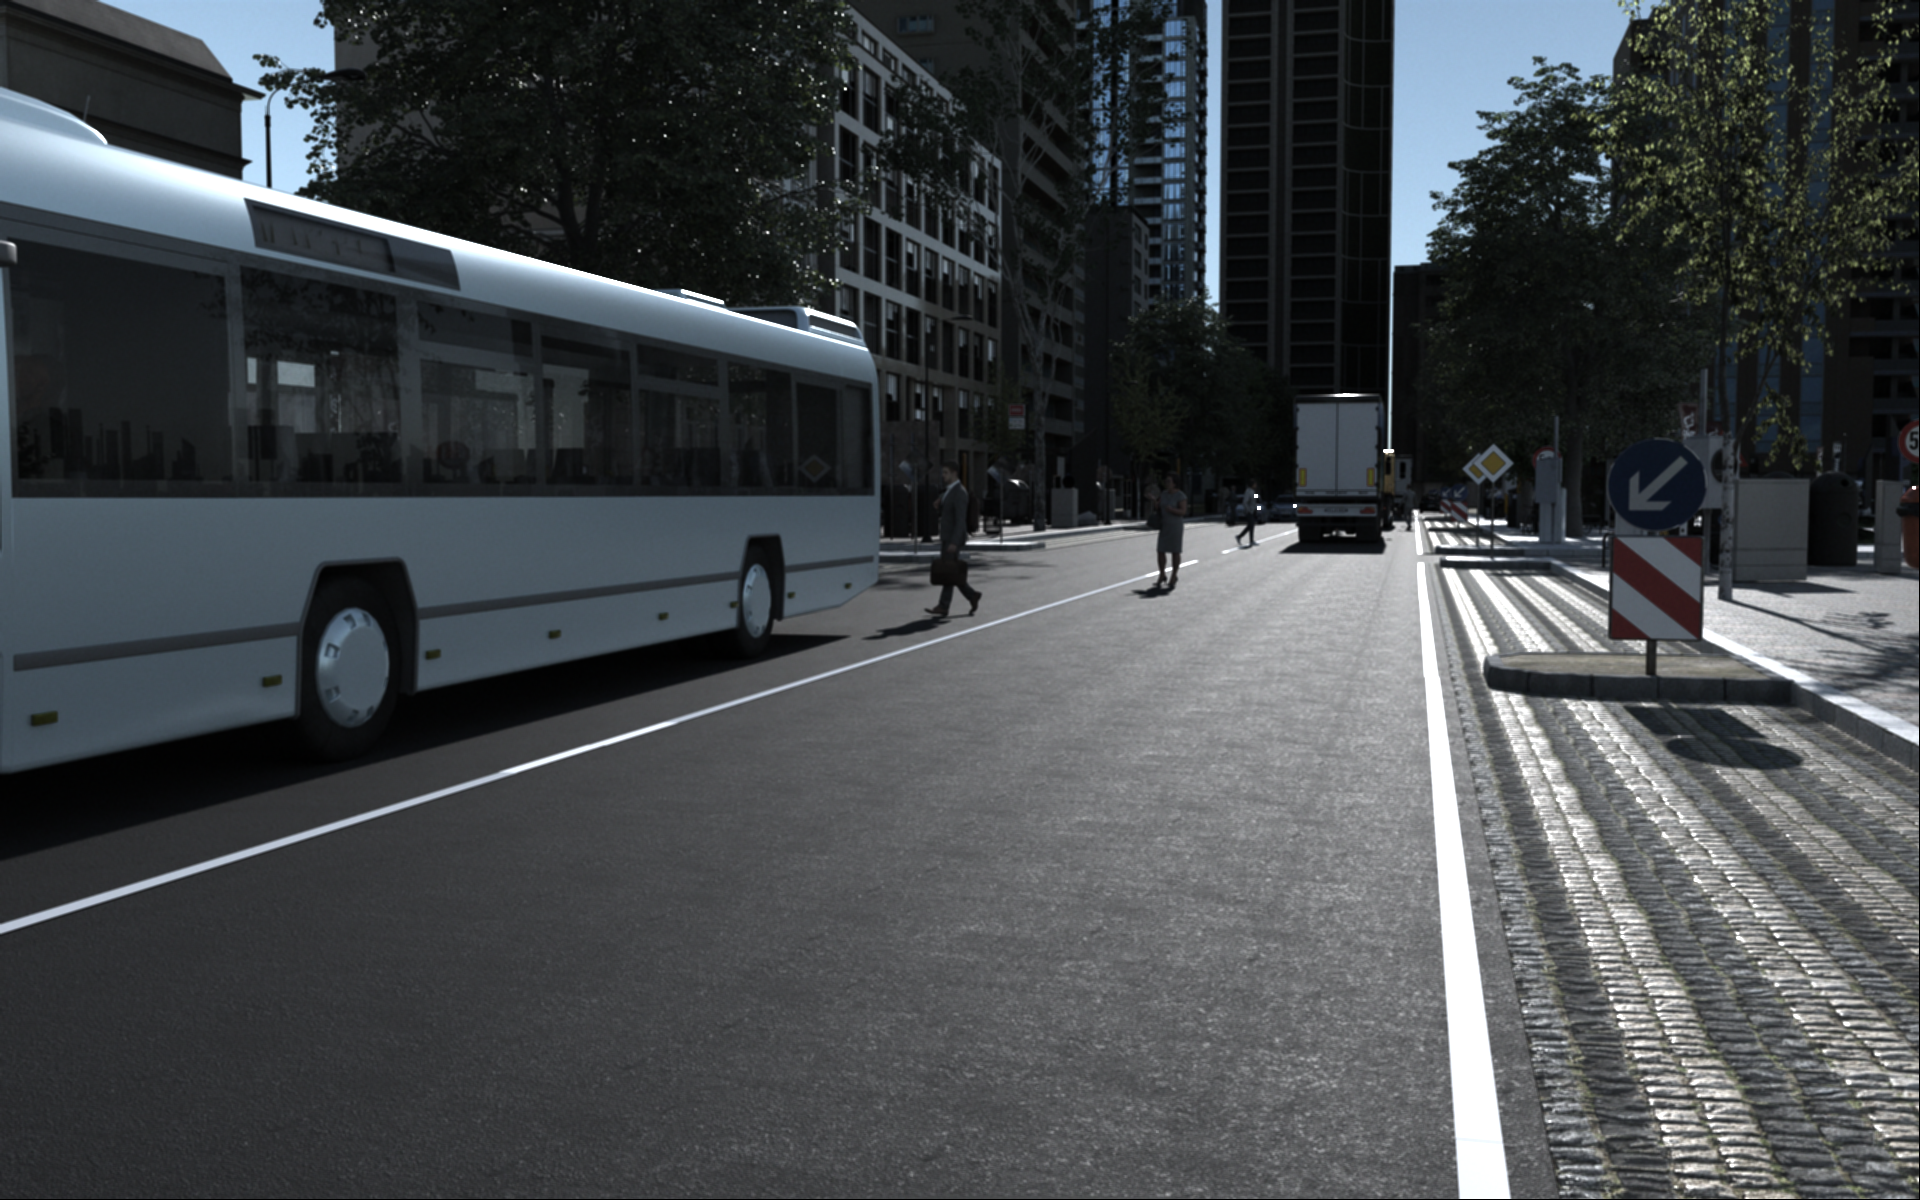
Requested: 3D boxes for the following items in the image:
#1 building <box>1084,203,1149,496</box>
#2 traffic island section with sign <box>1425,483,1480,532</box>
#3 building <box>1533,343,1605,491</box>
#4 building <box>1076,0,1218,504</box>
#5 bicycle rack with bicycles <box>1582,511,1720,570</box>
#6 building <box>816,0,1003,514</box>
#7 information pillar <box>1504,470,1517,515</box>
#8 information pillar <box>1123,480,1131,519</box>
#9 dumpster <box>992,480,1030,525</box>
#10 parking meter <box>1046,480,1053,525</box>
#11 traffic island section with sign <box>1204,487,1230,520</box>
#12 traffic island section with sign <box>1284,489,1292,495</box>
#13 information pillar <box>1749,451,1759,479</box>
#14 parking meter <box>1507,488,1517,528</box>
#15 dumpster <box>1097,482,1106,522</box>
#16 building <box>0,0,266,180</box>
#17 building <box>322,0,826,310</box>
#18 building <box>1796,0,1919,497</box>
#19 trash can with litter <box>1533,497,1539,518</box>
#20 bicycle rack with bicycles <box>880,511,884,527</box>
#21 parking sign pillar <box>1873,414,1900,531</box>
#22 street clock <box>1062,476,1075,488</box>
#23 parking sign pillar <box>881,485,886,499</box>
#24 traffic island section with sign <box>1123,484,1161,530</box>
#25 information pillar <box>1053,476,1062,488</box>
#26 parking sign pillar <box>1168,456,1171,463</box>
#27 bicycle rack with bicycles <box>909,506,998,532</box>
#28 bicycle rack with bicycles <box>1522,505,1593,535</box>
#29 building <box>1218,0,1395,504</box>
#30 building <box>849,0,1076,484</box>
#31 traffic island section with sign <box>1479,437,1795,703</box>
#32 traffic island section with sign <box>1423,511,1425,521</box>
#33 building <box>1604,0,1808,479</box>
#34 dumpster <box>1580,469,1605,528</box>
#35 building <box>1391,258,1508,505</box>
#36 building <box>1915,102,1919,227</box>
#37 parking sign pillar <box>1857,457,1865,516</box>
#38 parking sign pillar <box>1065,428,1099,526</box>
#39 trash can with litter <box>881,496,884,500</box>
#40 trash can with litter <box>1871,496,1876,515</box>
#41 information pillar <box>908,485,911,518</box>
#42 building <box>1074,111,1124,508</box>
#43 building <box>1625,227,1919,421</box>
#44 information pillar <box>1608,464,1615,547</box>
[{"bbox_3d":[11.743,-24.756,176.458,14.107,30.474,14.160,1,4,15],"label":"building"},{"bbox_3d":[18.819,-3.494,65.755,1.989,1.847,2.006,1,4,15],"label":"traffic island section with sign"},{"bbox_3d":[83.316,-22.722,216.543,28.899,21.520,27.650,1,4,15],"label":"building"},{"bbox_3d":[19.237,-55.931,227.138,31.000,86.520,22.319,1,4,15],"label":"building"},{"bbox_3d":[12.382,-1.000,29.730,2.852,0.926,2.925,-1,4,-13],"label":"bicycle rack with bicycles"},{"bbox_3d":[-10.871,-18.097,100.395,19.350,26.468,34.151,1,4,15],"label":"building"},{"bbox_3d":[21.315,-4.623,66.947,0.504,3.616,0.183,-1,4,-12],"label":"information pillar"},{"bbox_3d":[8.737,-5.256,90.425,0.304,2.012,0.304,-3,4,-36],"label":"information pillar"},{"bbox_3d":[2.090,-4.018,71.450,1.264,1.857,1.865,1,4,15],"label":"dumpster"},{"bbox_3d":[3.746,-4.028,71.571,0.255,1.863,0.399,-1,4,-16],"label":"parking meter"},{"bbox_3d":[14.454,-5.270,94.791,1.989,1.847,2.006,1,4,15],"label":"traffic island section with sign"},{"bbox_3d":[27.221,-8.249,143.495,1.989,1.847,2.006,1,4,15],"label":"traffic island section with sign"},{"bbox_3d":[42.630,-6.221,93.068,0.504,3.616,0.183,1,4,11],"label":"information pillar"},{"bbox_3d":[21.037,-3.518,65.931,0.372,1.533,0.369,0,3,0],"label":"parking meter"},{"bbox_3d":[5.943,-4.505,79.415,1.264,1.857,1.865,1,4,14],"label":"dumpster"},{"bbox_3d":[-50.360,-15.144,80.890,30.059,22.955,16.112,1,4,15],"label":"building"},{"bbox_3d":[-15.052,-17.574,73.235,13.634,28.700,20.117,1,4,15],"label":"building"},{"bbox_3d":[56.712,-28.657,118.659,14.600,45.320,14.200,1,4,15],"label":"building"},{"bbox_3d":[26.492,-4.120,78.756,1.055,1.170,0.624,1,4,14],"label":"trash can with litter"},{"bbox_3d":[-2.993,-3.242,66.389,2.925,0.926,2.852,1,4,12],"label":"bicycle rack with bicycles"},{"bbox_3d":[31.995,-4.317,59.057,1.447,3.967,1.447,-3,5,-42],"label":"parking sign pillar"},{"bbox_3d":[4.279,-3.900,68.330,0.471,2.002,0.358,0,4,-8],"label":"street clock"},{"bbox_3d":[-3.051,-5.391,76.608,1.447,3.967,1.447,2,4,35],"label":"parking sign pillar"},{"bbox_3d":[7.620,-3.675,68.713,1.989,1.847,2.006,1,4,15],"label":"traffic island section with sign"},{"bbox_3d":[3.854,-3.931,68.760,0.304,2.012,0.304,0,4,-8],"label":"information pillar"},{"bbox_3d":[13.491,-7.643,113.440,1.447,3.967,1.447,1,4,19],"label":"parking sign pillar"},{"bbox_3d":[-0.562,-2.798,59.123,2.852,0.926,2.925,-1,4,-16],"label":"bicycle rack with bicycles"},{"bbox_3d":[18.933,-2.546,55.012,2.852,0.926,2.925,3,5,43],"label":"bicycle rack with bicycles"},{"bbox_3d":[44.493,-47.911,221.604,20.611,71.187,20.563,1,4,15],"label":"building"},{"bbox_3d":[-3.500,-31.242,134.507,21.300,48.544,21.600,1,4,15],"label":"building"},{"bbox_3d":[4.987,-0.265,12.967,1.989,1.847,2.006,1,4,15],"label":"traffic island section with sign"},{"bbox_3d":[25.672,-5.095,91.931,1.989,1.847,2.006,1,4,15],"label":"traffic island section with sign"},{"bbox_3d":[68.067,-31.196,160.159,14.600,45.320,14.200,1,4,15],"label":"building"},{"bbox_3d":[24.245,-3.949,67.066,1.502,2.255,1.985,1,4,15],"label":"dumpster"},{"bbox_3d":[60.789,-27.126,215.213,14.107,30.474,14.160,1,4,15],"label":"building"},{"bbox_3d":[86.411,-43.649,151.909,20.611,71.187,20.563,1,4,15],"label":"building"},{"bbox_3d":[47.985,-6.324,91.866,1.447,3.967,1.447,3,5,42],"label":"parking sign pillar"},{"bbox_3d":[4.909,-4.997,70.174,1.447,3.967,1.447,-2,4,-33],"label":"parking sign pillar"},{"bbox_3d":[-2.782,-3.866,74.274,2.233,1.210,1.678,-1,4,-15],"label":"trash can with litter"},{"bbox_3d":[56.997,-5.905,107.927,0.624,1.170,1.055,2,4,27],"label":"trash can with litter"},{"bbox_3d":[-2.426,-5.595,82.826,0.183,3.616,0.504,0,4,5],"label":"information pillar"},{"bbox_3d":[-1.789,-28.526,158.283,32.217,40.220,23.993,1,4,15],"label":"building"},{"bbox_3d":[69.317,-17.938,138.327,27.650,21.520,28.899,1,4,15],"label":"building"},{"bbox_3d":[15.989,-2.301,42.106,0.304,2.012,0.304,-3,4,-36],"label":"information pillar"}]
